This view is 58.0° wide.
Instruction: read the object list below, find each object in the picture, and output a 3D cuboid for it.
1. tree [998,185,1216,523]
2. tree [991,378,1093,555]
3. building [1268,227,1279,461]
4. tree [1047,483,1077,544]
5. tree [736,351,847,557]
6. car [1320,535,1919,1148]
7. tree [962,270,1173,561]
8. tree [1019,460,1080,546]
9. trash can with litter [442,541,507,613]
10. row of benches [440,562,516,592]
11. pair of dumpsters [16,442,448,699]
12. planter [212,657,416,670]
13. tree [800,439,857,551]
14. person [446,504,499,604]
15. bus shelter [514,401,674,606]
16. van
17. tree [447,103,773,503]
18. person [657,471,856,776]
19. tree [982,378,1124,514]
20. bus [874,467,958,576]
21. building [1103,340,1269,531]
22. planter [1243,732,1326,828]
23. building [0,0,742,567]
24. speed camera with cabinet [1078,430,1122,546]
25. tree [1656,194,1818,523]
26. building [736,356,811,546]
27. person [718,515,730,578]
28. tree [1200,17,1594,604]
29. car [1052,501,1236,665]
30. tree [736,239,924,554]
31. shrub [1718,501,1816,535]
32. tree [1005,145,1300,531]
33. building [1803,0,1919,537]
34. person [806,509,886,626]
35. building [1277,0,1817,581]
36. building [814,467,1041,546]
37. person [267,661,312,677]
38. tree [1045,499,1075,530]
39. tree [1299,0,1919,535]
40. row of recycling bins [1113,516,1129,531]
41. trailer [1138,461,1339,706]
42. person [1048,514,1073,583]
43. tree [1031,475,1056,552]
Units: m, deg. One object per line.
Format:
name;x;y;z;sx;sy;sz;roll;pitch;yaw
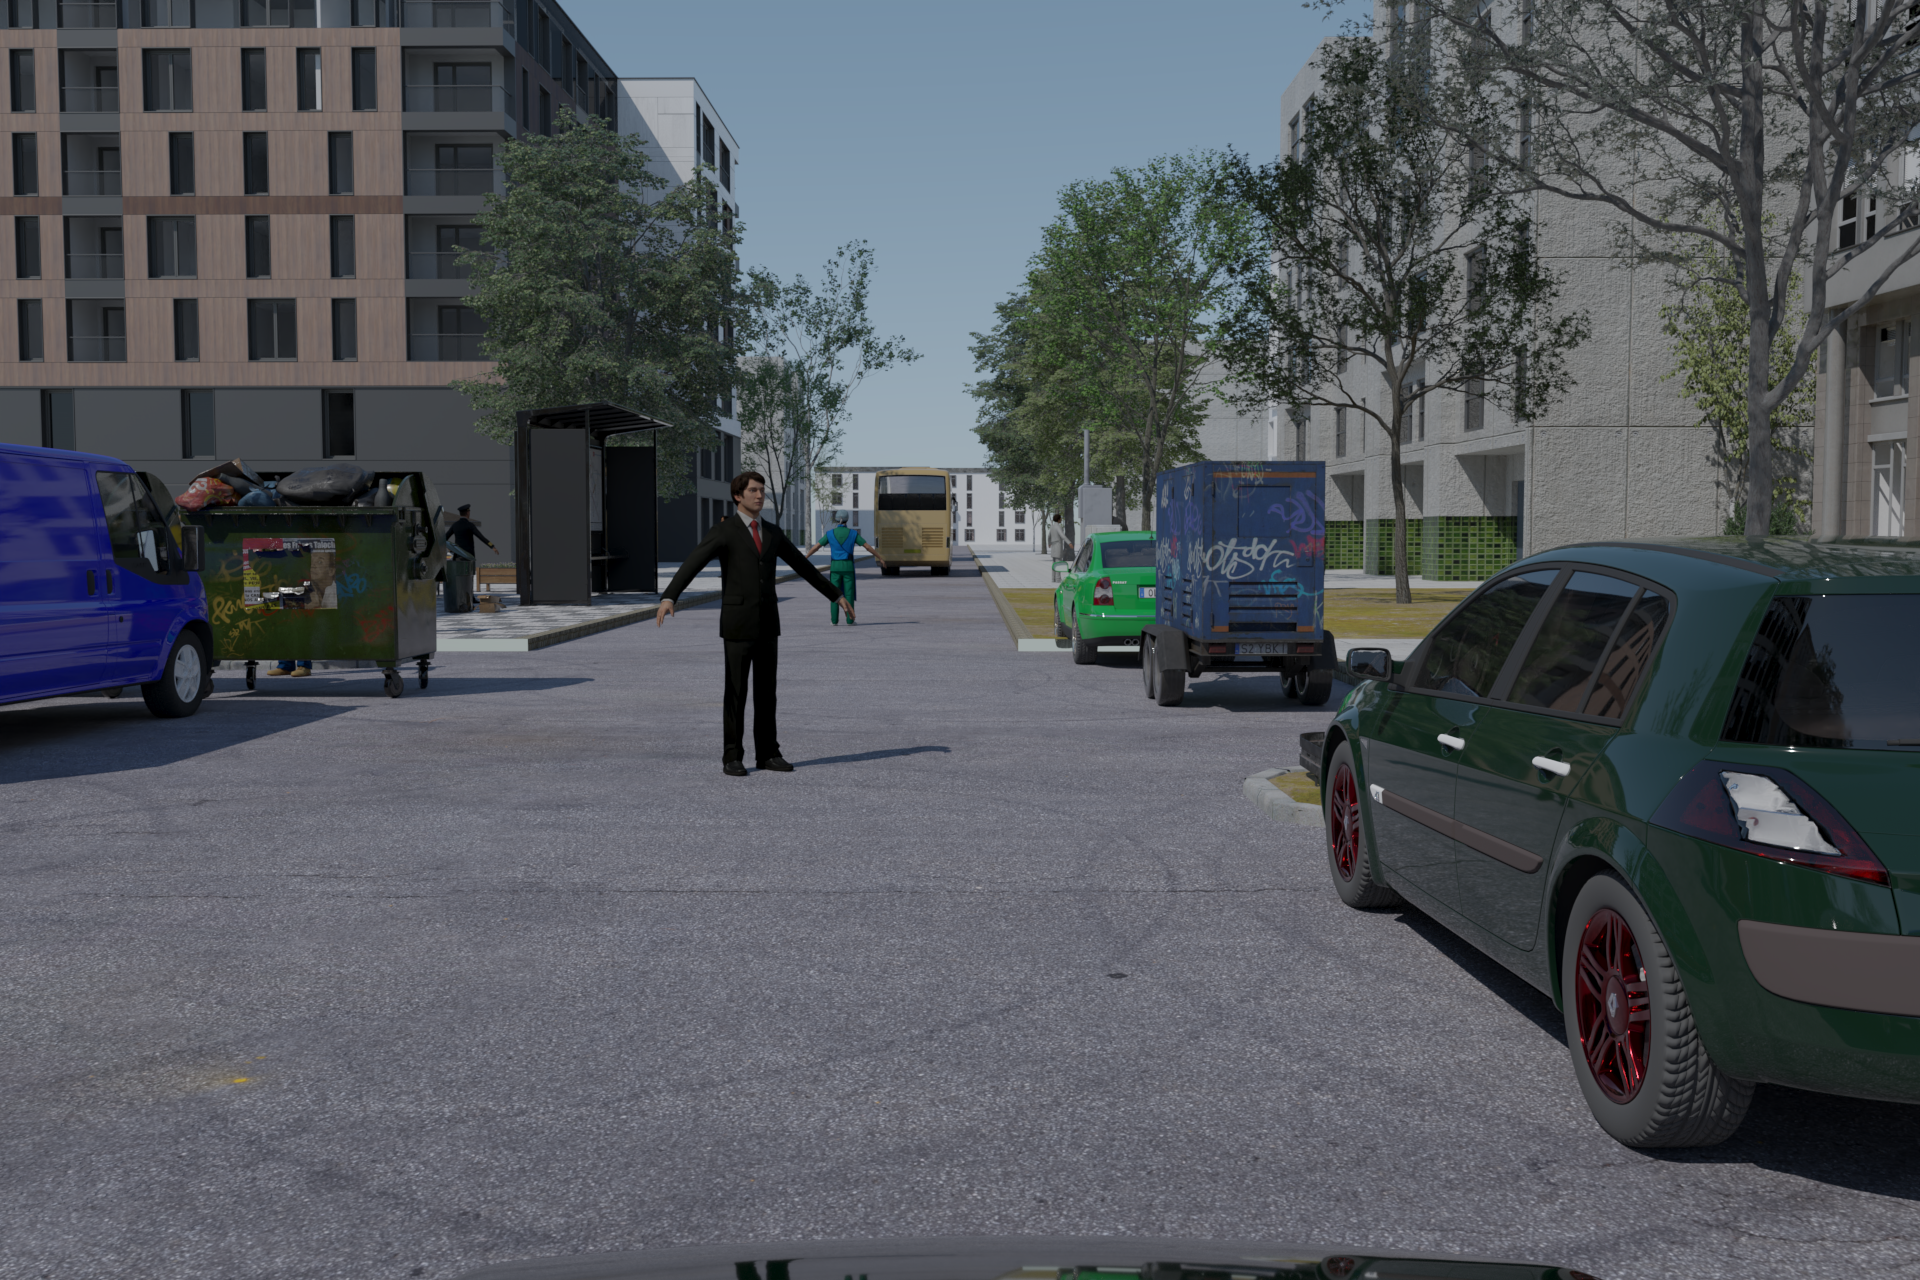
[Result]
tree;4.945;-8.487;56.897;7.486;12.596;7.792;0;3;0
tree;5.430;-11.209;109.024;9.928;11.665;9.643;0;3;0
building;23.344;-14.957;100.969;16.016;20.090;11.380;0;4;1
tree;12.558;-16.105;213.678;4.737;8.622;4.395;0;3;0
tree;-10.177;-10.494;97.331;9.928;11.665;9.643;0;3;0
car;2.343;0.265;5.456;2.009;1.686;4.222;0;4;-1
tree;5.034;-10.665;81.023;9.857;13.997;8.962;0;3;0
tree;5.385;-9.179;100.439;4.737;8.622;4.395;0;3;0
trash can with litter;-7.969;-1.038;28.352;1.055;1.170;0.624;0;4;0
row of benches;-10.204;-1.408;38.487;4.104;0.672;1.422;0;4;7
pair of dumpsters;-6.980;-0.643;15.465;4.436;2.255;1.574;0;4;0
planter;-7.159;0.114;19.270;1.991;0.319;1.994;0;4;1
tree;-10.266;-10.862;127.957;4.360;8.622;3.978;0;3;0
person;-9.105;-1.590;31.931;1.347;1.837;0.705;2;4;24
bus shelter;-7.003;-2.599;33.784;1.731;3.624;6.357;0;4;1
van;-6.958;-0.452;11.780;2.240;2.365;5.245;0;4;0
tree;-10.449;-8.872;51.705;9.857;13.997;8.962;0;3;0
person;-1.244;-0.108;10.405;1.347;1.806;0.705;-3;4;-37
tree;4.971;-9.579;91.028;8.767;10.594;7.601;1;4;16
bus;-1.543;-4.353;62.714;2.896;3.916;12.252;0;4;0
building;22.318;-18.333;166.203;16.747;18.905;31.486;0;4;0
planter;2.557;0.732;9.175;1.991;0.319;1.994;0;4;-1
building;-25.836;-14.187;75.928;27.936;21.610;32.646;0;4;1
speed camera with cabinet;2.613;-2.316;32.204;0.660;3.252;2.038;0;4;-2
tree;16.588;-5.279;36.680;4.737;8.622;4.395;0;3;0
building;-25.932;-19.681;188.247;16.747;18.905;31.486;0;3;0
person;-6.882;-2.720;50.608;0.704;1.843;1.345;-2;4;-35
tree;7.881;-5.956;31.801;7.601;10.594;8.767;1;4;18
car;2.106;-0.710;20.408;1.959;1.807;4.718;0;4;-1
tree;-8.259;-15.546;110.060;12.611;20.169;13.585;0;3;0
shrub;13.929;-1.570;30.092;1.690;2.028;1.600;0;3;0
tree;5.171;-7.374;46.324;9.928;11.665;9.643;0;3;0
building;25.513;-12.561;12.977;19.016;26.051;41.698;0;4;0
person;-1.830;-1.130;27.057;1.347;1.817;0.704;0;4;3
building;21.302;-11.512;54.673;16.747;18.905;31.486;0;3;0
building;-3.804;-16.597;215.966;28.070;9.664;9.099;0;4;0
person;-6.758;-0.553;17.464;1.349;1.833;0.705;2;4;26
tree;13.295;-16.407;218.613;4.360;8.622;3.978;0;3;0
tree;8.453;-6.569;17.773;12.009;13.543;11.850;0;3;0
row of recycling bins;3.262;-2.000;39.816;1.069;1.692;3.534;0;4;1
trailer;2.323;-0.515;15.463;1.471;1.999;3.904;0;4;-1
person;2.599;-2.422;45.787;0.705;1.806;1.347;-2;4;-23
tree;5.452;-10.537;122.639;4.737;8.622;4.395;0;3;0
